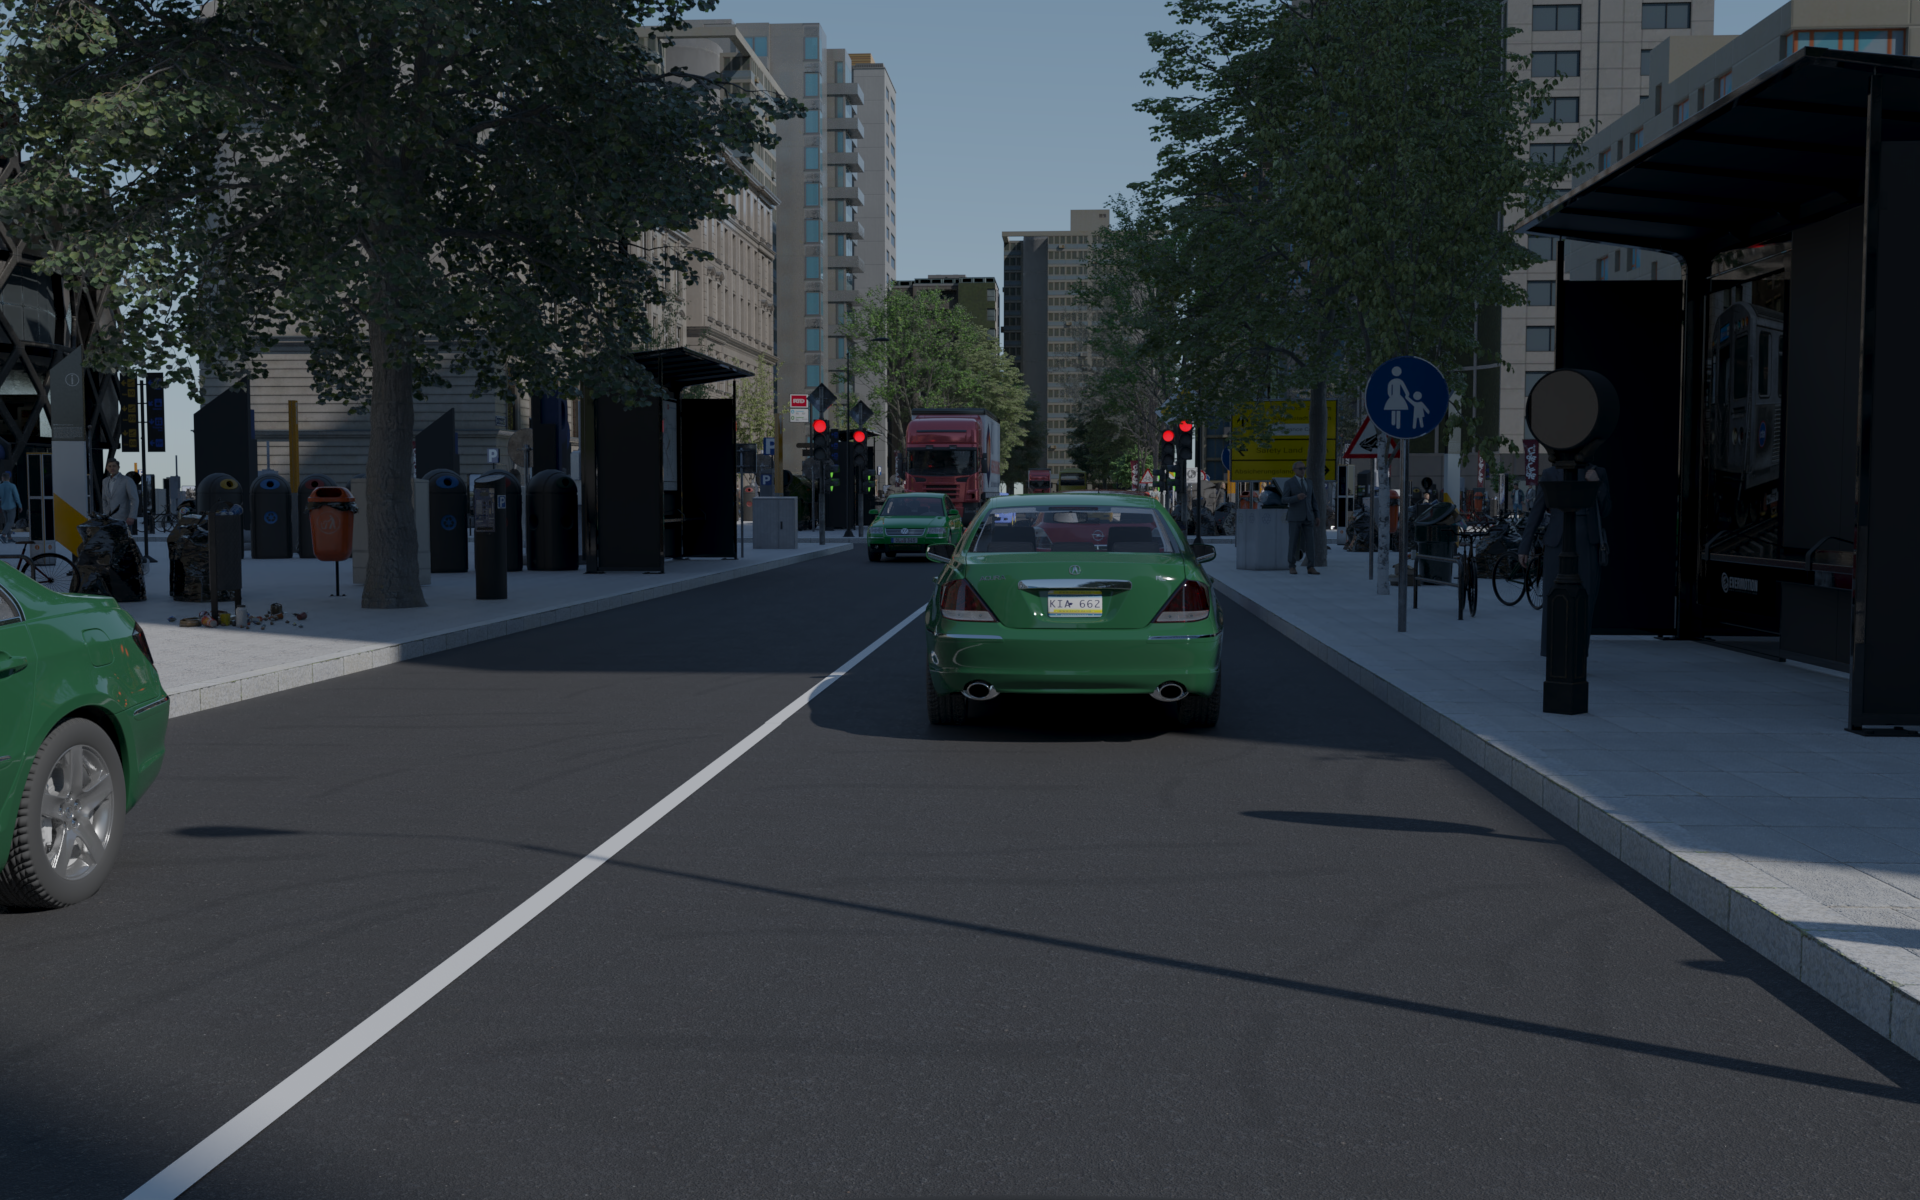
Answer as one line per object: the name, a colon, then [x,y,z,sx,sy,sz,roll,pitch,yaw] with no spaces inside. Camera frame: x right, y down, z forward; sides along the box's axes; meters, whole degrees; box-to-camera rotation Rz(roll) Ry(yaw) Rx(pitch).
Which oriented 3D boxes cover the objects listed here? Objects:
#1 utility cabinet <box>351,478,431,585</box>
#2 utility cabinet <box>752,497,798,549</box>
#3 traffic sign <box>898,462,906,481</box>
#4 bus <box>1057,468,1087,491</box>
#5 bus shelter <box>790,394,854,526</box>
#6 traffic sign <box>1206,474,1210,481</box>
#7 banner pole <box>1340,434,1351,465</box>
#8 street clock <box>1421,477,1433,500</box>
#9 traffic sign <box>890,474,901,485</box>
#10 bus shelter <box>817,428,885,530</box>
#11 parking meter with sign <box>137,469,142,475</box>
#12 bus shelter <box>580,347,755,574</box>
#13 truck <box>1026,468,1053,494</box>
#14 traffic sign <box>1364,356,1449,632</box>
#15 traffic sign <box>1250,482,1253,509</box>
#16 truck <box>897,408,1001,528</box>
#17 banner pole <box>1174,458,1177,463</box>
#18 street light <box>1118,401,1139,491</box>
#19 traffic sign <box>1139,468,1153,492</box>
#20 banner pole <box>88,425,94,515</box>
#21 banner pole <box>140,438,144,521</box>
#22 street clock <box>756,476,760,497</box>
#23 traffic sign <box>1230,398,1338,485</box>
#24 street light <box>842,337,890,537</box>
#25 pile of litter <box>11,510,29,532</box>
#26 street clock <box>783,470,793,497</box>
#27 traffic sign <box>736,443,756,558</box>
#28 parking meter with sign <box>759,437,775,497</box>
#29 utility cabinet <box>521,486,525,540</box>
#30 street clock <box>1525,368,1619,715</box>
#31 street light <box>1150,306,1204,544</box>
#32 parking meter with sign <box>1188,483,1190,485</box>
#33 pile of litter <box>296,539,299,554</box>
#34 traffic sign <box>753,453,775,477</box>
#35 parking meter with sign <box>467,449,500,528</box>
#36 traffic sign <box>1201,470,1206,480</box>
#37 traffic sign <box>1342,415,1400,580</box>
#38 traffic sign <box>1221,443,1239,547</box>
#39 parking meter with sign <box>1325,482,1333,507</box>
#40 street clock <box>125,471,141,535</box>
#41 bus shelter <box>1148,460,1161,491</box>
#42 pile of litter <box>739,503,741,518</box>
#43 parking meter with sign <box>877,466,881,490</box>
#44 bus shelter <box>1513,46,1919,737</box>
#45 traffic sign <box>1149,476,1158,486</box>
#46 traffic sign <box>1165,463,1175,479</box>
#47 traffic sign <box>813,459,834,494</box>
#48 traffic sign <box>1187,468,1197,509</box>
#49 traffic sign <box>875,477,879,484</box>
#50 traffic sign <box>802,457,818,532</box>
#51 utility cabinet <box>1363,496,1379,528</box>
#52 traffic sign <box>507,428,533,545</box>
utility cabinet: [-7.968,-0.953,24.262,1.173,1.500,0.318,2,4,26]
utility cabinet: [-4.330,-1.797,40.543,1.020,1.237,0.306,1,4,10]
traffic sign: [-2.069,-4.161,68.143,0.768,2.556,0.104,1,4,12]
bus: [10.668,-10.587,164.639,2.896,3.916,12.252,0,4,3]
bus shelter: [-5.551,-5.773,72.019,2.179,5.291,8.768,0,4,4]
traffic sign: [15.148,-6.586,107.786,0.768,2.556,0.104,0,4,5]
banner pole: [15.908,-4.990,71.607,0.401,3.779,0.863,-2,4,-26]
street clock: [19.837,-4.224,73.630,0.471,2.002,0.358,1,4,12]
traffic sign: [-4.176,-6.854,112.162,0.768,2.556,0.104,0,4,5]
bus shelter: [-4.005,-4.475,64.448,1.731,3.624,6.357,0,4,4]
parking meter with sign: [-58.452,-7.720,122.477,1.738,3.016,0.543,2,4,26]
bus shelter: [-5.059,-2.417,30.803,1.731,3.624,6.357,0,4,4]
truck: [8.811,-12.386,191.425,2.839,4.237,11.283,0,4,3]
traffic sign: [4.119,-0.976,16.057,0.768,2.556,0.104,0,4,5]
traffic sign: [6.935,-2.514,41.210,0.768,2.556,0.104,1,4,9]
truck: [-0.185,-4.283,58.939,2.839,4.237,11.283,0,4,5]
banner pole: [14.933,-7.969,120.307,0.401,3.779,0.863,0,4,-3]
street light: [8.321,-6.941,86.024,1.470,5.913,1.316,0,4,4]
traffic sign: [9.434,-5.321,87.002,0.884,2.594,0.081,1,4,11]
banner pole: [-31.731,-4.477,63.217,0.401,3.779,0.863,-2,4,-32]
banner pole: [-35.648,-5.237,75.649,0.401,3.779,0.863,-2,4,-32]
street clock: [-6.264,-3.085,55.006,0.358,2.002,0.471,-3,5,-40]
traffic sign: [6.909,-2.639,37.023,2.265,3.308,0.079,1,4,12]
street light: [-2.785,-4.831,51.530,1.470,5.913,1.316,0,4,4]
pile of litter: [-31.311,-2.736,58.698,1.719,0.858,1.176,-1,4,-21]
street clock: [-5.195,-2.857,51.283,0.471,2.002,0.358,1,4,15]
traffic sign: [-4.397,-2.007,34.936,0.606,2.300,0.079,1,4,13]
parking meter with sign: [-5.828,-3.436,52.443,0.543,3.016,1.738,0,4,4]
utility cabinet: [-11.342,-2.172,44.186,0.318,1.500,1.173,1,4,9]
street clock: [3.552,-0.338,10.101,0.358,2.002,0.471,-3,5,-41]
street light: [5.387,-4.304,42.910,1.470,5.913,1.316,0,4,4]
parking meter with sign: [14.830,-7.089,112.160,0.543,3.016,1.738,-3,5,-42]
pile of litter: [-13.673,-1.425,37.266,1.176,0.858,1.719,0,4,7]
traffic sign: [-6.185,-3.311,54.246,0.768,2.556,0.104,0,4,5]
parking meter with sign: [-18.196,-4.241,65.597,0.543,3.016,1.738,2,4,25]
traffic sign: [12.340,-5.469,89.516,0.768,2.556,0.104,1,4,11]
traffic sign: [6.159,-1.583,25.881,0.884,2.594,0.081,1,4,9]
traffic sign: [6.672,-2.544,41.704,0.768,2.556,0.104,0,4,7]
parking meter with sign: [20.164,-6.025,94.772,0.543,3.016,1.738,3,5,42]
street clock: [-25.789,-3.026,54.047,0.471,2.002,0.358,-2,4,-23]
bus shelter: [12.756,-7.740,117.826,1.731,3.624,6.357,0,4,4]
pile of litter: [-12.303,-4.875,93.665,1.176,0.858,1.719,1,4,16]
parking meter with sign: [-5.881,-6.916,109.345,1.738,3.016,0.543,1,4,18]
bus shelter: [5.496,-1.278,12.172,1.731,3.624,6.357,0,4,4]
traffic sign: [10.713,-5.742,96.018,0.606,2.300,0.079,1,4,13]
traffic sign: [8.716,-4.333,70.578,0.795,2.593,0.064,0,4,8]
traffic sign: [-4.624,-3.582,58.678,0.768,2.556,0.104,1,4,12]
traffic sign: [8.974,-3.979,67.185,0.606,2.300,0.079,0,4,7]
traffic sign: [-4.690,-5.588,91.371,0.884,2.594,0.081,0,4,7]
traffic sign: [-4.991,-3.598,58.926,0.768,2.556,0.104,1,4,9]
utility cabinet: [9.700,-1.812,40.794,0.306,1.237,1.020,0,4,3]
traffic sign: [-8.364,-2.039,33.438,0.768,2.556,0.104,0,4,5]
